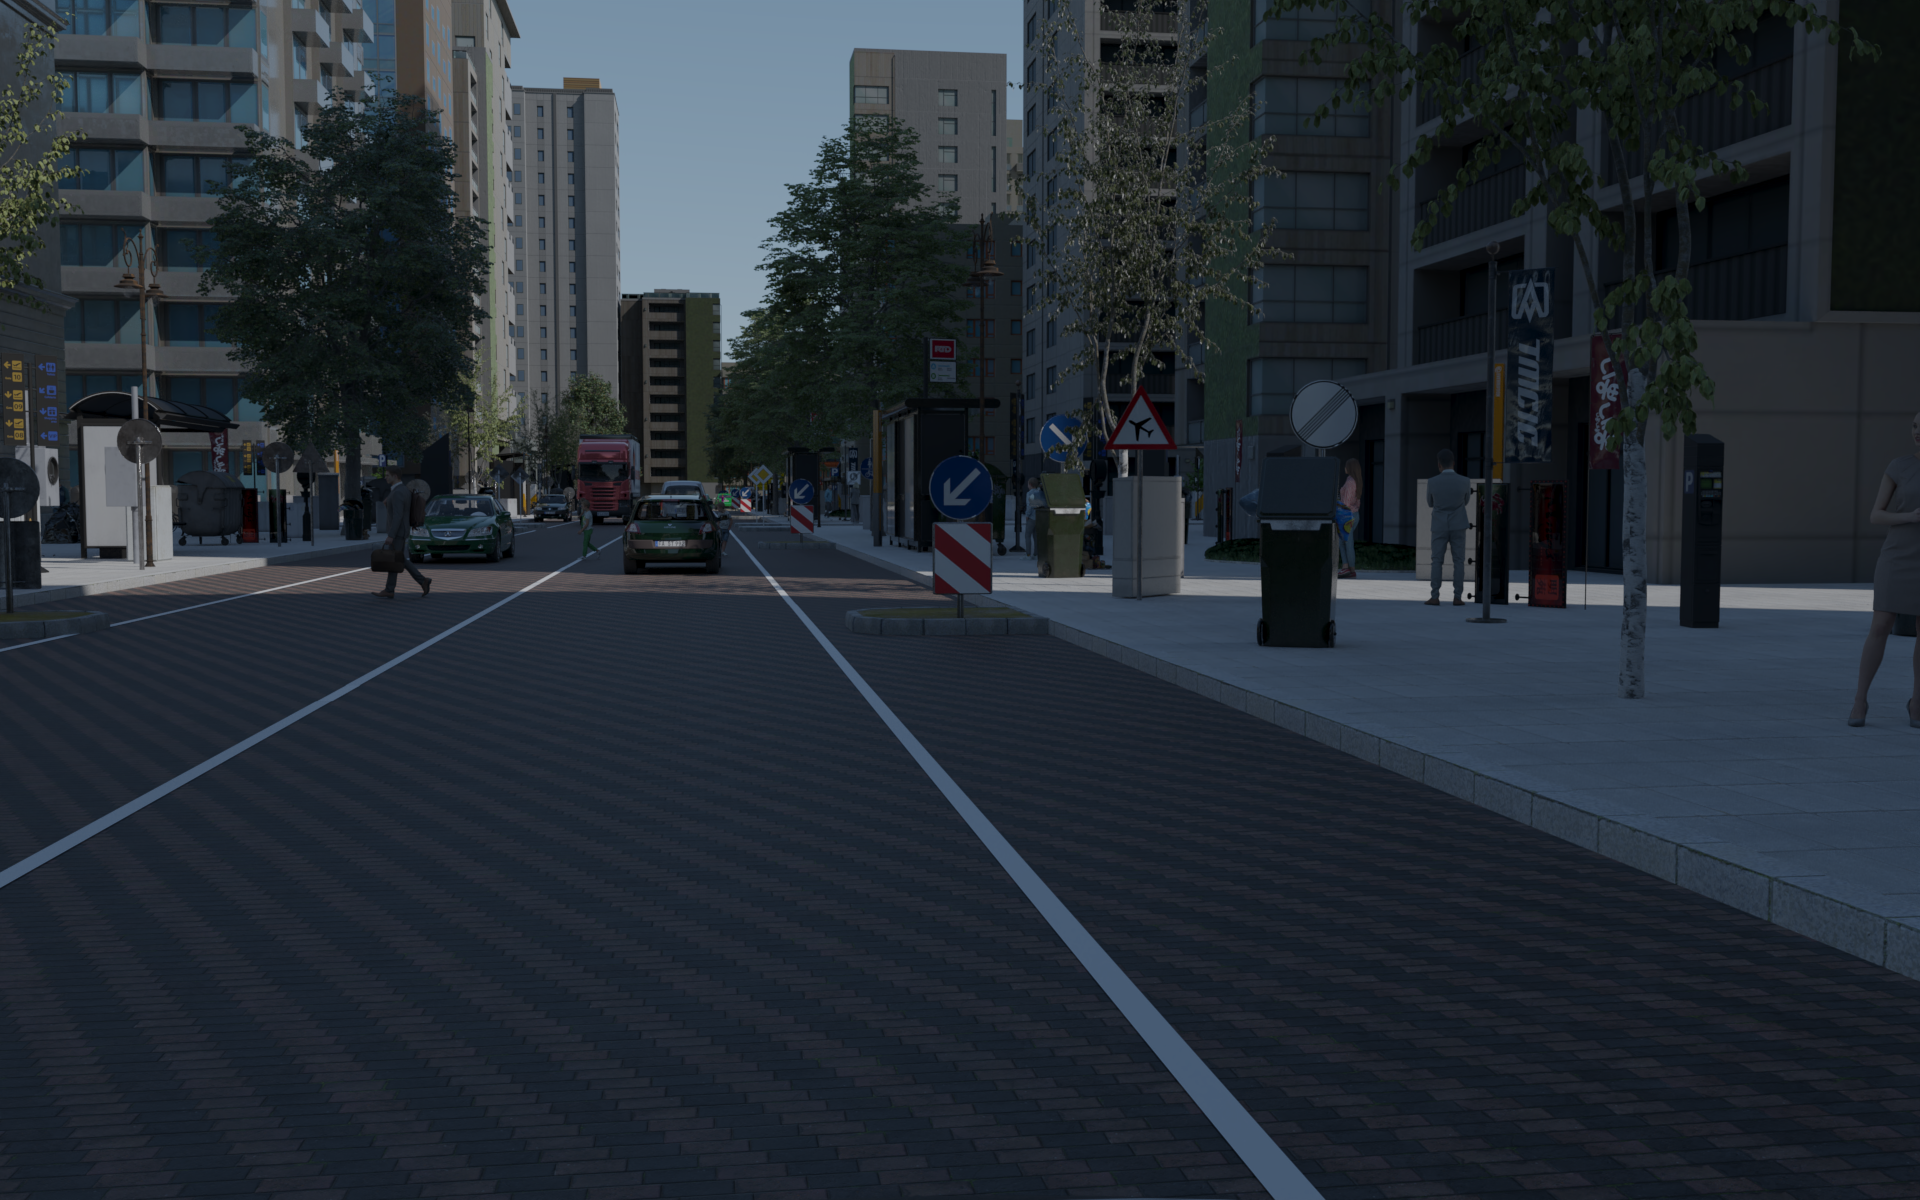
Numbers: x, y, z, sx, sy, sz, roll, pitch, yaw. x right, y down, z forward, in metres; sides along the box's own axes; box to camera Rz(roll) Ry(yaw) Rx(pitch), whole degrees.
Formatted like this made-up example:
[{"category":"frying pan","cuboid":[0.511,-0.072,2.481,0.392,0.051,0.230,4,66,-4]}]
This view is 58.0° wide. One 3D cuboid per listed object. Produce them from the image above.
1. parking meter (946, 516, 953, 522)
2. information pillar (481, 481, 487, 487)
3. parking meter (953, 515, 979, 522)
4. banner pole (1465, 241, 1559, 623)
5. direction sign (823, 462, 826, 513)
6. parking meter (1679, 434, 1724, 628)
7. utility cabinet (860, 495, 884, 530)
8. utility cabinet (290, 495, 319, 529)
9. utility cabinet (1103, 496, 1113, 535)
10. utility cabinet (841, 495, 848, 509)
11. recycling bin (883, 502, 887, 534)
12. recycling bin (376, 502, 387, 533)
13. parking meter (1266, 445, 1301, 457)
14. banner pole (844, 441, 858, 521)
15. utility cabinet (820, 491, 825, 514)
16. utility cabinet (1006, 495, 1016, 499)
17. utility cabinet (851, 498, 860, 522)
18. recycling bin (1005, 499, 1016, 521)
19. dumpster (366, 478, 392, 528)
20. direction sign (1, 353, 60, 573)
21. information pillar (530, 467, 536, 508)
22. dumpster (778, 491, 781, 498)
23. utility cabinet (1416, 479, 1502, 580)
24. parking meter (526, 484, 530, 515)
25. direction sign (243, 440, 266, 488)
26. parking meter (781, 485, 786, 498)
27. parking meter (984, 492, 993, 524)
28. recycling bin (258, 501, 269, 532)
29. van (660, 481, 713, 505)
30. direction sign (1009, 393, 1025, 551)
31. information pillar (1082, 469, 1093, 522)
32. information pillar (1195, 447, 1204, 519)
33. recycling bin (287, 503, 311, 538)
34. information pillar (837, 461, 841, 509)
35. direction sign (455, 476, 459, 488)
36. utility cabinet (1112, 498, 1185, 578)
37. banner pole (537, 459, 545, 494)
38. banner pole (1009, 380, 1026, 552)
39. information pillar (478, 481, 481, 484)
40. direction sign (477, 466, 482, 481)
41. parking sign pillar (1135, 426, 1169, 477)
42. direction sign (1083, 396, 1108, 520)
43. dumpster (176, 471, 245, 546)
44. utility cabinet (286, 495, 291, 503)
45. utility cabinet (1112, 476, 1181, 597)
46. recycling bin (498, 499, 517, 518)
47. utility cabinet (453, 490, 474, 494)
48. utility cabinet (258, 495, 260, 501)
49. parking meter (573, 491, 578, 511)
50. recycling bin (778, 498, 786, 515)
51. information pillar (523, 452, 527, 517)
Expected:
[{"category":"parking meter","cuboid":[-0.076,-1.664,32.920,0.255,1.863,0.399,-2,4,-30]},{"category":"information pillar","cuboid":[-26.588,-5.673,97.242,0.304,2.012,0.304,-1,4,-12]},{"category":"parking meter","cuboid":[0.078,-1.123,26.768,0.372,1.533,0.369,0,3,0]},{"category":"banner pole","cuboid":[5.454,-1.657,17.104,0.863,3.779,0.401,3,5,39]},{"category":"direction sign","cuboid":[-9.052,-7.523,114.994,0.379,3.537,0.876,0,4,-7]},{"category":"parking meter","cuboid":[7.128,-0.668,16.641,0.255,1.863,0.399,0,4,0]},{"category":"utility cabinet","cuboid":[-3.023,-3.141,62.524,1.020,1.237,0.306,2,4,33]},{"category":"utility cabinet","cuboid":[-24.157,-3.244,64.195,1.020,1.237,0.306,0,4,3]},{"category":"utility cabinet","cuboid":[4.977,-2.622,54.024,1.020,1.237,0.306,-1,4,-15]},{"category":"utility cabinet","cuboid":[-8.663,-7.077,126.869,0.306,1.237,1.020,3,5,41]},{"category":"recycling bin","cuboid":[-2.291,-2.686,56.470,0.722,1.027,0.722,3,4,37]},{"category":"recycling bin","cuboid":[-18.822,-2.726,57.130,0.722,1.027,0.722,-1,4,-8]},{"category":"parking meter","cuboid":[3.804,-0.899,20.412,0.399,1.863,0.255,-3,5,-40]},{"category":"banner pole","cuboid":[-5.187,-5.616,81.842,0.863,3.779,0.401,-1,4,-21]},{"category":"utility cabinet","cuboid":[-8.839,-6.074,107.992,0.318,1.500,1.173,2,4,27]},{"category":"utility cabinet","cuboid":[2.463,-4.595,86.287,0.306,1.237,1.020,-2,4,-25]},{"category":"utility cabinet","cuboid":[-4.432,-4.119,78.510,1.020,1.237,0.306,-2,4,-27]},{"category":"recycling bin","cuboid":[2.348,-4.383,84.224,0.722,1.027,0.722,2,4,27]},{"category":"dumpster","cuboid":[-21.248,-3.566,64.065,1.264,1.857,1.865,-1,4,-9]},{"category":"direction sign","cuboid":[-15.062,-2.210,28.131,0.379,3.537,0.876,3,4,36]},{"category":"information pillar","cuboid":[-35.626,-9.368,144.528,0.504,3.616,0.183,1,4,13]},{"category":"dumpster","cuboid":[-14.974,-8.612,146.570,1.264,1.857,1.865,-1,4,-8]},{"category":"utility cabinet","cuboid":[7.349,-1.029,25.511,1.173,1.500,0.318,1,4,23]},{"category":"parking meter","cuboid":[-26.143,-6.041,104.476,0.399,1.863,0.255,2,4,34]},{"category":"direction sign","cuboid":[-29.595,-4.934,72.674,0.876,3.537,0.379,-2,4,-34]},{"category":"parking meter","cuboid":[-11.255,-6.445,111.087,0.399,1.863,0.255,-2,4,-29]},{"category":"parking meter","cuboid":[0.455,-1.560,33.913,0.372,1.533,0.369,0,3,0]},{"category":"recycling bin","cuboid":[-23.757,-2.846,59.083,0.722,1.027,0.722,1,4,13]},{"category":"van","cuboid":[-9.049,-3.027,56.509,2.013,2.044,4.112,-1,4,-10]},{"category":"direction sign","cuboid":[1.290,-2.879,39.073,0.379,3.537,0.876,1,4,22]},{"category":"information pillar","cuboid":[3.740,-2.819,50.590,0.304,2.012,0.304,1,4,23]},{"category":"information pillar","cuboid":[11.991,-5.838,86.799,0.504,3.616,0.183,-2,4,-30]},{"category":"recycling bin","cuboid":[-19.477,-2.340,50.814,0.722,1.027,0.722,-2,4,-29]},{"category":"information pillar","cuboid":[-8.544,-8.019,122.469,0.183,3.616,0.504,1,4,22]},{"category":"direction sign","cuboid":[-40.220,-8.961,138.503,0.379,3.537,0.876,-2,4,-31]},{"category":"utility cabinet","cuboid":[2.901,-0.939,26.518,1.020,1.237,0.306,0,4,-5]},{"category":"banner pole","cuboid":[-29.743,-8.147,123.218,0.863,3.779,0.401,1,4,22]},{"category":"banner pole","cuboid":[1.298,-2.934,37.985,0.401,3.779,0.863,0,4,-2]},{"category":"information pillar","cuboid":[-27.966,-5.899,100.939,0.304,2.012,0.304,0,4,8]},{"category":"direction sign","cuboid":[-38.867,-9.063,140.183,0.379,3.537,0.876,-3,4,-39]},{"category":"parking sign pillar","cuboid":[7.679,-4.945,69.325,1.447,3.967,1.447,2,4,32]},{"category":"direction sign","cuboid":[3.148,-2.960,40.397,0.379,3.537,0.876,-2,4,-34]},{"category":"dumpster","cuboid":[-18.848,-2.311,43.536,1.264,1.857,1.865,-1,4,-9]},{"category":"utility cabinet","cuboid":[-30.383,-4.080,77.871,0.306,1.237,1.020,3,4,36]},{"category":"utility cabinet","cuboid":[2.335,-0.795,21.685,0.318,1.500,1.173,3,4,37]},{"category":"recycling bin","cuboid":[-24.321,-4.927,93.103,0.722,1.027,0.722,2,4,26]},{"category":"utility cabinet","cuboid":[-25.333,-4.893,88.674,1.173,1.500,0.318,1,4,12]},{"category":"utility cabinet","cuboid":[-32.802,-4.200,79.839,1.020,1.237,0.306,-2,4,-27]},{"category":"parking meter","cuboid":[-29.328,-7.575,132.267,0.372,1.533,0.369,0,3,0]},{"category":"recycling bin","cuboid":[-11.120,-5.810,107.549,0.722,1.027,0.722,0,4,-4]},{"category":"information pillar","cuboid":[-24.233,-6.422,96.352,0.183,3.616,0.504,0,4,-8]}]
